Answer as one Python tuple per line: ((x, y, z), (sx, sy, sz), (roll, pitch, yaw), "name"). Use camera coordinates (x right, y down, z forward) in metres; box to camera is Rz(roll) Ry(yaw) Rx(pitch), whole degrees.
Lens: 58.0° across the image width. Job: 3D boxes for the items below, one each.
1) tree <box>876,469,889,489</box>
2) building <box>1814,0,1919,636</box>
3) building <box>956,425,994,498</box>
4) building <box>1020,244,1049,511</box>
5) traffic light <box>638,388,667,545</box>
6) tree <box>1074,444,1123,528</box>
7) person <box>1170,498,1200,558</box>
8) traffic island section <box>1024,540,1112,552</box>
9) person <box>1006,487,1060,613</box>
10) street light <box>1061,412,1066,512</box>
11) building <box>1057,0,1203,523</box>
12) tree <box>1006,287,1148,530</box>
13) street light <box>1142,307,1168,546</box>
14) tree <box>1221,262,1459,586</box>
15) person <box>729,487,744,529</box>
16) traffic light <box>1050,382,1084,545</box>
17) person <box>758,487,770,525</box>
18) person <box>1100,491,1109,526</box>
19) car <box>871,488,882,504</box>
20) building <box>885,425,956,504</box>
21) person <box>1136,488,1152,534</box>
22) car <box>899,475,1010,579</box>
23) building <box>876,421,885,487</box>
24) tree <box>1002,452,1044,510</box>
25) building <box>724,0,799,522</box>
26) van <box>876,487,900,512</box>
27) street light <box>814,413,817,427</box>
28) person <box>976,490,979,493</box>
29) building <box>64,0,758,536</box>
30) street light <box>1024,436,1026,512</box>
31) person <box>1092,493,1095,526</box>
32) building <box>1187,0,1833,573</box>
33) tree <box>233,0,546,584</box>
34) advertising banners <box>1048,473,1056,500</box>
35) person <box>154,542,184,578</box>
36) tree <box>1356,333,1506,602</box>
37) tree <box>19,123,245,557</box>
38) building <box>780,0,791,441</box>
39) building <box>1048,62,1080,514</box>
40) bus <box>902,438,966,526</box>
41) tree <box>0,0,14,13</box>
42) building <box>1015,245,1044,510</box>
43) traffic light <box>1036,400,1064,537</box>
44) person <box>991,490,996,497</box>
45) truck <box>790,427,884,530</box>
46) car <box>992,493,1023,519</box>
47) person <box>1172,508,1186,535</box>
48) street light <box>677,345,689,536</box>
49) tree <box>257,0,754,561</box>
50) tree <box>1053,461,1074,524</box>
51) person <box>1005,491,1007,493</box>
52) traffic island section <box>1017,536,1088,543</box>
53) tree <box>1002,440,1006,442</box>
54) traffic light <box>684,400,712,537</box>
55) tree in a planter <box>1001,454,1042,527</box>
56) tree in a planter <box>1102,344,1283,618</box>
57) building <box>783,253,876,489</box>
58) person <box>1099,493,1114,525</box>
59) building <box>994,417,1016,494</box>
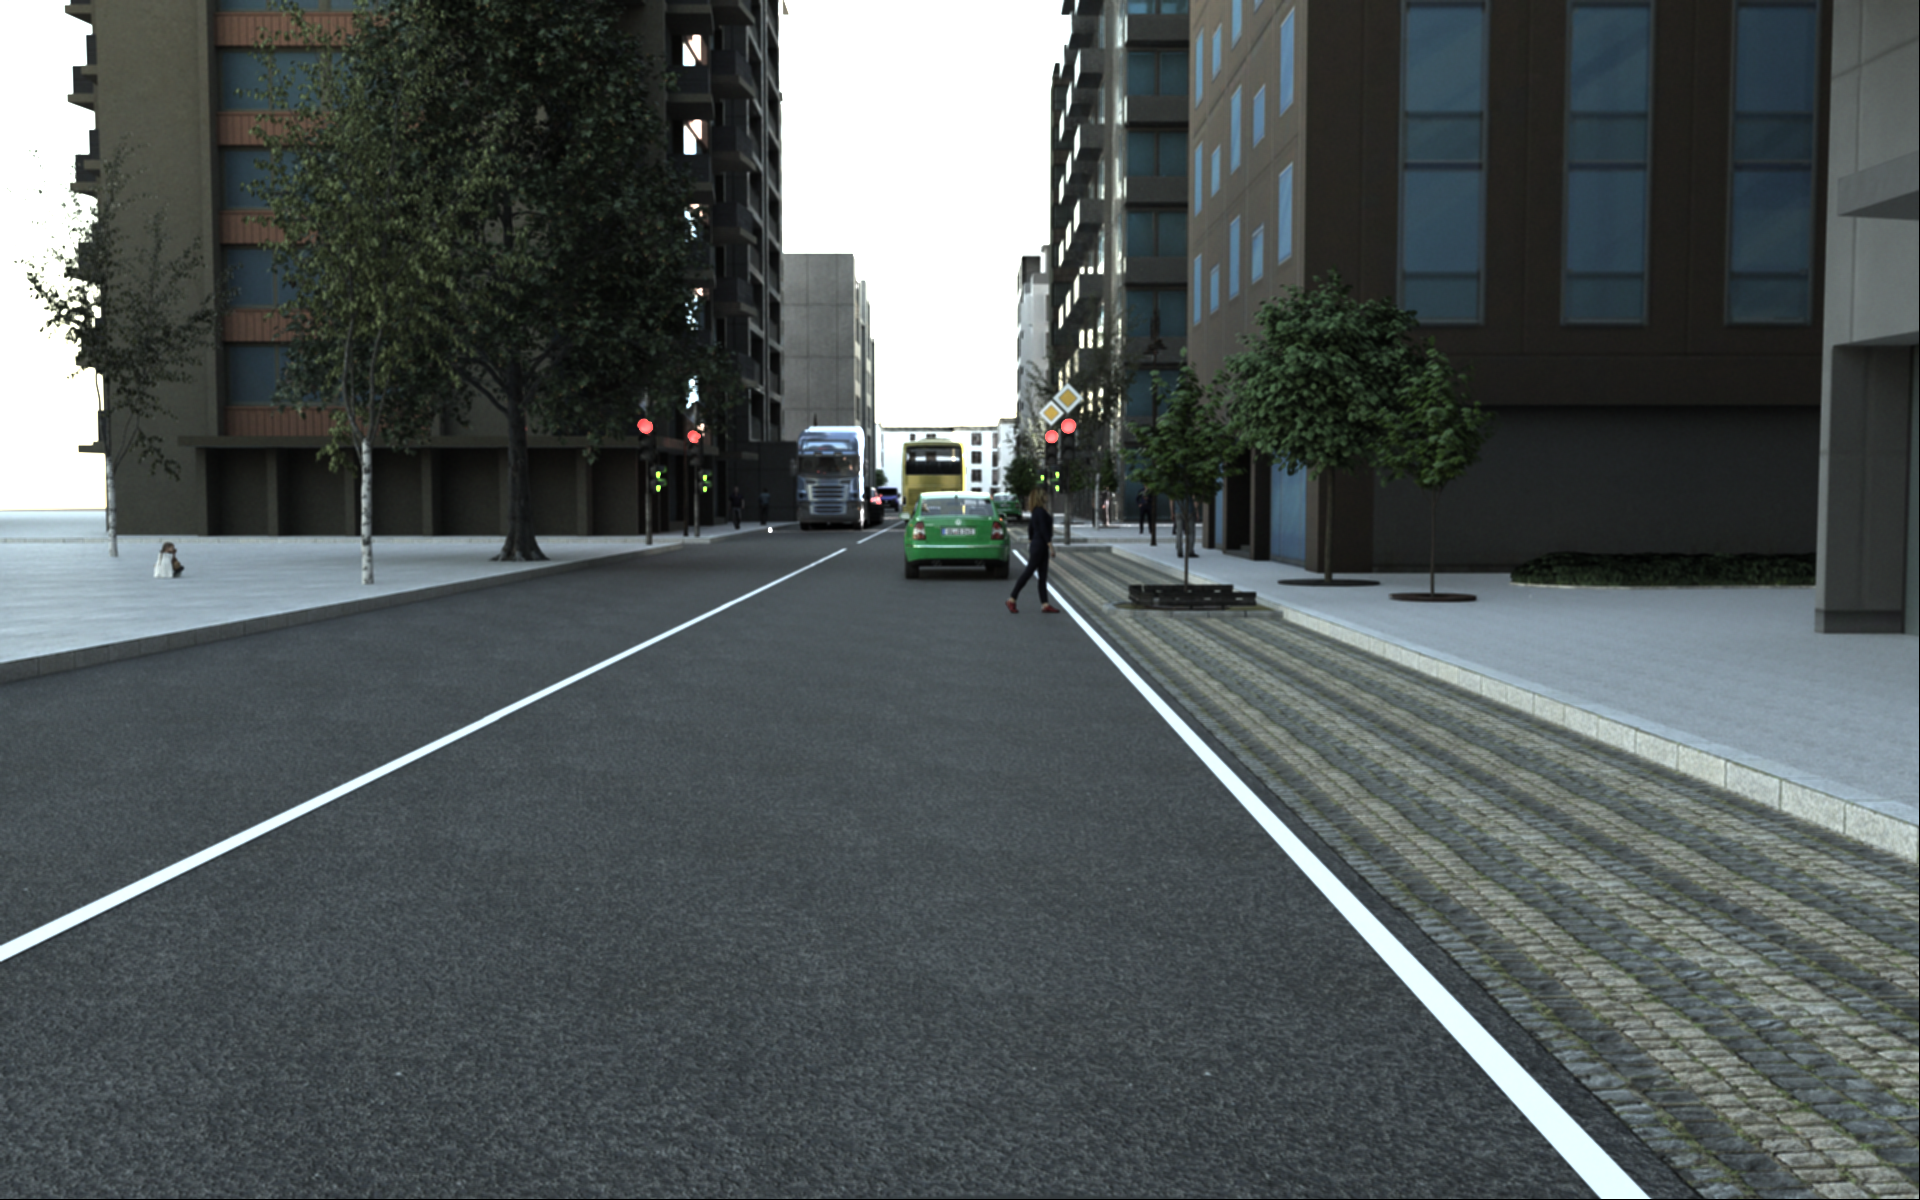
((-9.420, -12.668, 190.843), (4.285, 4.588, 4.351), (0, 3, 0), "tree")
((19.014, -25.262, 2.271), (28.713, 52.752, 27.495), (0, 3, 0), "building")
((13.243, -16.747, 215.959), (28.070, 9.664, 9.099), (0, 3, 0), "building")
((12.825, -17.150, 136.829), (16.016, 20.091, 11.380), (0, 3, 0), "building")
((-7.846, -3.349, 43.682), (0.839, 4.253, 0.868), (0, 3, 0), "traffic light")
((5.693, -4.391, 66.389), (1.663, 3.219, 1.824), (0, 3, 0), "tree")
((4.565, -1.768, 35.083), (0.598, 1.807, 0.434), (2, 4, 32), "person")
((2.735, -1.317, 43.809), (2.009, 0.180, 2.903), (0, 3, 0), "traffic island section")
((0.885, -0.604, 20.919), (0.613, 1.512, 0.480), (-1, 4, -17), "person")
((4.771, -6.443, 78.138), (0.468, 5.910, 1.993), (0, 3, 0), "street light")
((16.695, -28.702, 88.884), (23.786, 49.044, 30.456), (0, 3, 0), "building")
((4.676, -6.779, 61.199), (4.360, 8.622, 3.978), (0, 3, 0), "tree")
((4.814, -4.288, 42.894), (0.468, 5.910, 1.993), (0, 3, 0), "street light")
((5.283, -2.498, 24.564), (4.285, 4.588, 4.351), (0, 3, 0), "tree")
((-8.063, -3.344, 62.922), (0.569, 1.553, 0.471), (1, 4, 22), "person")
((2.695, -3.350, 43.695), (0.839, 4.253, 0.868), (0, 3, 0), "traffic light")
((-8.096, -3.870, 71.536), (0.499, 1.552, 0.429), (1, 4, 14), "person")
((5.803, -3.884, 70.344), (0.445, 1.727, 0.742), (-2, 4, -34), "person")
((-5.735, -5.736, 102.457), (2.281, 1.827, 5.304), (0, 4, -1), "car")
((-14.828, -16.714, 215.428), (28.070, 9.664, 9.099), (0, 3, 0), "building")
((6.029, -3.025, 56.198), (0.576, 1.737, 0.504), (0, 4, -5), "person")
((-0.103, -1.342, 30.739), (1.959, 1.807, 4.718), (0, 4, -2), "car")
((-23.101, -15.694, 198.743), (28.070, 9.664, 9.099), (0, 3, 0), "building")
((4.878, -8.905, 129.310), (4.285, 4.588, 4.351), (0, 3, 0), "tree")
((-17.738, -39.768, 88.460), (20.563, 71.187, 20.611), (0, 3, 0), "building")
((-5.997, -8.452, 142.574), (2.240, 2.365, 5.245), (0, 4, -1), "van")
((-8.274, -7.740, 99.342), (0.468, 5.910, 1.993), (0, 3, 0), "street light")
((1.766, -10.451, 179.329), (0.705, 1.831, 1.348), (1, 4, 14), "person")
((-19.581, -25.073, 64.574), (22.147, 44.769, 28.867), (0, 3, 0), "building")
((4.723, -9.314, 125.077), (0.468, 5.910, 1.993), (0, 3, 0), "street light")
((5.334, -3.546, 67.937), (0.340, 1.345, 0.435), (0, 4, -6), "person")
((12.352, -23.443, 33.401), (14.600, 45.320, 14.200), (0, 3, 0), "building")
((-8.311, -4.541, 24.608), (4.737, 8.622, 4.395), (0, 3, 0), "tree")
((4.241, -5.107, 79.680), (0.090, 3.025, 2.074), (0, 4, -6), "advertising banners")
((-12.134, -0.613, 26.537), (0.381, 0.543, 0.357), (0, 4, 1), "person")
((5.624, -1.617, 21.038), (1.663, 3.219, 1.824), (0, 3, 0), "tree")
((-17.158, -5.193, 35.271), (4.360, 8.622, 3.978), (0, 3, 0), "tree")
((-24.300, -25.675, 111.667), (32.217, 40.220, 23.993), (0, 3, 0), "building")
((13.065, -21.283, 119.677), (14.160, 30.474, 14.107), (0, 3, 0), "building")
((-1.111, -5.132, 75.448), (2.896, 3.916, 12.252), (0, 4, 0), "bus")
((-9.117, -6.005, 8.556), (12.009, 13.543, 11.850), (0, 3, 0), "tree")
((18.983, -19.253, 158.753), (27.936, 21.610, 32.646), (0, 3, 0), "building")
((2.698, -3.838, 51.680), (0.839, 4.253, 0.868), (0, 3, 0), "traffic light")
((2.997, -8.340, 145.543), (1.217, 1.739, 0.721), (-3, 5, -43), "person")
((-4.983, -5.213, 74.989), (2.967, 4.110, 18.799), (0, 4, 0), "truck")
((2.501, -5.307, 95.566), (1.959, 1.807, 4.718), (0, 4, 2), "car")
((7.016, -2.924, 54.768), (0.530, 1.710, 0.541), (-3, 4, -38), "person")
((-8.332, -4.873, 52.456), (0.468, 5.910, 1.993), (0, 3, 0), "street light")
((-8.618, -7.102, 33.121), (9.611, 12.733, 9.660), (0, 3, 0), "tree")
((4.626, -4.820, 73.401), (1.663, 3.219, 1.824), (0, 3, 0), "tree")
((4.493, -9.843, 166.989), (0.705, 1.823, 1.348), (0, 4, 2), "person")
((2.738, -1.805, 51.794), (2.009, 0.180, 2.903), (0, 3, 0), "traffic island section")
((5.042, -9.784, 110.324), (4.360, 8.622, 3.978), (0, 3, 0), "tree")
((-7.844, -3.838, 51.667), (0.839, 4.253, 0.868), (0, 3, 0), "traffic light")
((2.745, -4.861, 76.706), (1.991, 3.239, 1.994), (0, 3, 0), "tree in a planter")
((2.729, -1.440, 20.761), (1.991, 3.239, 1.994), (0, 3, 0), "tree in a planter")
((-16.104, -16.901, 142.793), (16.747, 18.905, 31.486), (0, 3, 0), "building")
((6.118, -4.018, 72.468), (0.841, 1.734, 0.376), (2, 4, 34), "person")
((8.846, -15.129, 189.503), (9.099, 9.664, 28.070), (0, 3, 0), "building")
